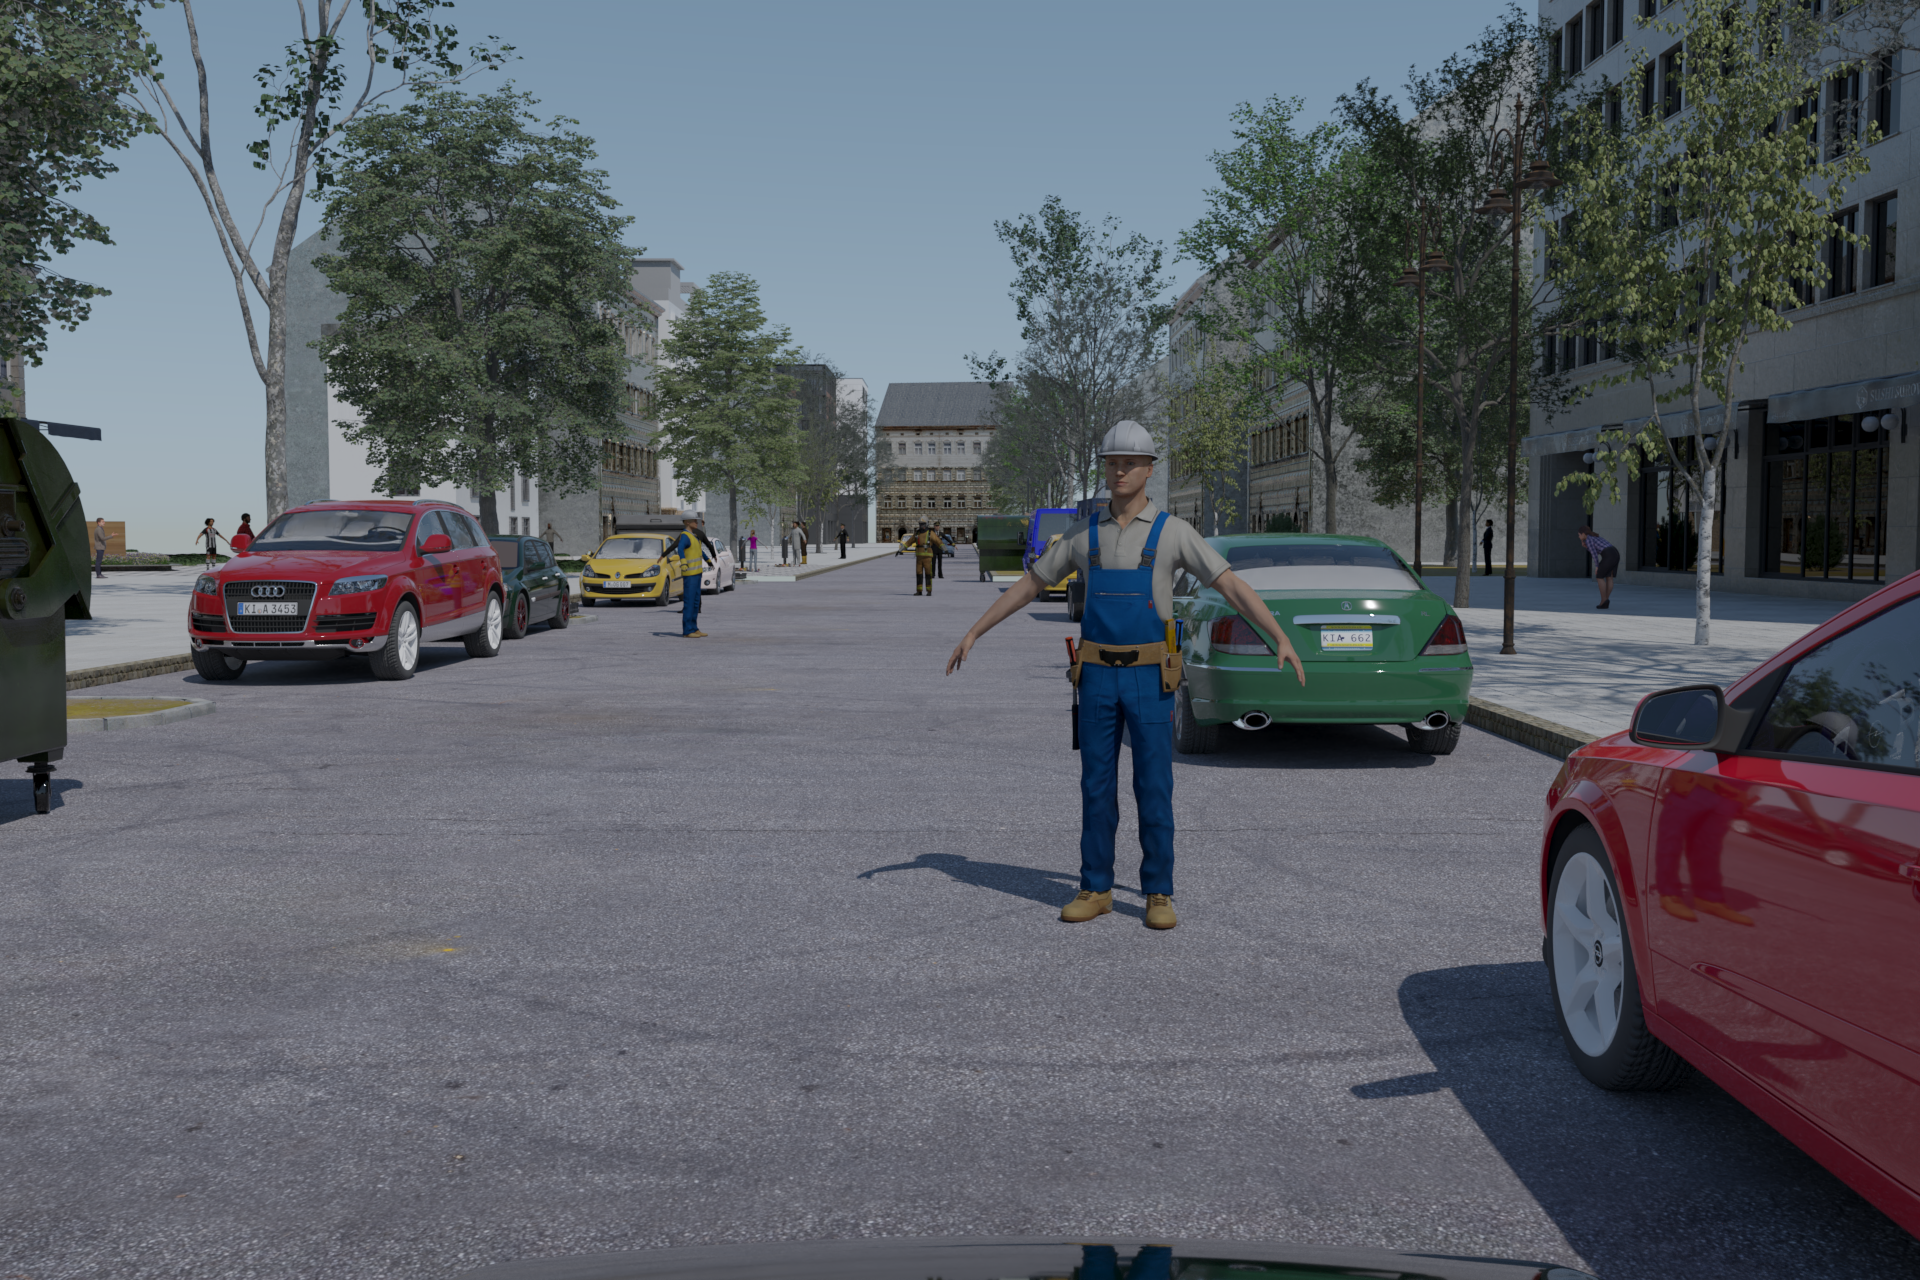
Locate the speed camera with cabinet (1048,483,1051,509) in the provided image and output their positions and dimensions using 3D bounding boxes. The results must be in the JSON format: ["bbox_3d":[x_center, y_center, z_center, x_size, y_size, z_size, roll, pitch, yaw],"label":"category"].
[{"bbox_3d":[3.673,-4.444,66.994,0.660,3.252,2.038,0,3,0],"label":"speed camera with cabinet"}]

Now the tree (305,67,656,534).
[{"bbox_3d":[-13.012,-8.596,47.203,9.857,13.997,8.962,0,3,0],"label":"tree"}]

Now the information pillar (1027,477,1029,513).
[{"bbox_3d":[2.822,-4.924,71.854,0.183,3.616,0.504,0,4,1],"label":"information pillar"}]

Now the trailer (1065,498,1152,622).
[{"bbox_3d":[2.516,-1.361,29.298,1.471,1.999,3.904,0,4,-1],"label":"trailer"}]

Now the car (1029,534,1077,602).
[{"bbox_3d":[2.523,-1.690,37.859,2.015,1.641,3.980,0,4,0],"label":"car"}]

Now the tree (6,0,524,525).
[{"bbox_3d":[-13.524,-10.776,32.070,12.611,20.169,13.585,0,3,0],"label":"tree"}]

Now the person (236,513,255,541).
[{"bbox_3d":[-18.064,-2.313,43.922,0.704,1.816,1.345,0,4,2],"label":"person"}]

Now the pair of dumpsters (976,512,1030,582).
[{"bbox_3d":[2.691,-2.863,51.758,4.436,2.255,1.574,0,3,0],"label":"pair of dumpsters"}]

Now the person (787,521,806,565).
[{"bbox_3d":[-6.821,-4.017,71.866,1.347,1.806,0.705,3,5,40],"label":"person"}]

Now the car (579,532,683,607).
[{"bbox_3d":[-6.615,-1.543,35.452,2.015,1.641,3.980,0,4,1],"label":"car"}]

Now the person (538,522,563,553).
[{"bbox_3d":[-18.715,-4.458,79.009,1.348,1.813,0.705,1,4,13],"label":"person"}]

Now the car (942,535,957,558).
[{"bbox_3d":[-1.216,-5.810,106.997,2.014,1.417,4.499,0,4,-1],"label":"car"}]

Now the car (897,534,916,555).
[{"bbox_3d":[-3.314,-6.670,119.278,2.015,1.641,3.980,0,3,0],"label":"car"}]

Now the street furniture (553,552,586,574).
[{"bbox_3d":[-16.922,-2.510,56.665,10.072,0.657,5.734,-1,4,-17],"label":"street furniture"}]

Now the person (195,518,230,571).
[{"bbox_3d":[-25.235,-3.195,58.388,0.704,1.843,1.345,2,4,28],"label":"person"}]

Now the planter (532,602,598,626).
[{"bbox_3d":[-6.970,-0.427,28.121,1.991,0.319,1.994,0,3,0],"label":"planter"}]

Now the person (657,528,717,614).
[{"bbox_3d":[-4.874,-1.383,31.292,0.704,1.802,1.346,3,5,43],"label":"person"}]

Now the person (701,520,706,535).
[{"bbox_3d":[-9.506,-3.514,63.725,0.705,1.796,1.348,-1,4,-12],"label":"person"}]

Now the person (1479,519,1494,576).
[{"bbox_3d":[16.177,-2.849,53.307,0.721,1.740,1.216,2,4,29],"label":"person"}]

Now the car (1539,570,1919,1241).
[{"bbox_3d":[2.495,0.358,3.195,2.155,1.783,4.494,0,4,1],"label":"car"}]

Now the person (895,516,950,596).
[{"bbox_3d":[-0.846,-1.949,40.086,1.354,1.858,0.705,1,4,21],"label":"person"}]

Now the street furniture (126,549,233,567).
[{"bbox_3d":[-33.348,-3.422,71.570,5.734,0.657,10.072,-1,4,-8],"label":"street furniture"}]

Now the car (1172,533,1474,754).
[{"bbox_3d":[2.332,-0.056,12.712,2.131,1.459,4.920,0,4,0],"label":"car"}]

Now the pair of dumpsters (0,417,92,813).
[{"bbox_3d":[-6.704,-0.203,8.274,4.436,2.255,1.574,0,4,0],"label":"pair of dumpsters"}]

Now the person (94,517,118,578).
[{"bbox_3d":[-24.684,-2.662,50.097,0.750,1.759,0.617,-1,4,-13],"label":"person"}]

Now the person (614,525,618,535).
[{"bbox_3d":[-17.795,-5.140,90.224,0.705,1.806,1.347,-1,4,-20],"label":"person"}]

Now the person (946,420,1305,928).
[{"bbox_3d":[0.610,0.117,6.397,1.347,1.847,0.705,1,4,20],"label":"person"}]

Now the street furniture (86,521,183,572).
[{"bbox_3d":[-30.593,-3.274,60.386,11.010,1.723,9.812,-2,4,-28],"label":"street furniture"}]

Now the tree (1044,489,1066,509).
[{"bbox_3d":[13.476,-17.915,243.273,4.360,8.622,3.978,0,3,0],"label":"tree"}]

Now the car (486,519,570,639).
[{"bbox_3d":[-6.813,-0.920,24.826,2.009,1.686,4.222,0,4,0],"label":"car"}]

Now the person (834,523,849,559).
[{"bbox_3d":[-6.049,-5.083,89.040,0.705,1.837,1.347,-3,4,-37],"label":"person"}]

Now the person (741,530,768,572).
[{"bbox_3d":[-6.950,-3.007,58.434,0.991,1.433,0.599,1,4,18],"label":"person"}]

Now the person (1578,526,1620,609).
[{"bbox_3d":[10.949,-1.250,29.721,0.697,1.427,0.421,3,4,38],"label":"person"}]

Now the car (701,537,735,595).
[{"bbox_3d":[-6.610,-1.834,42.350,2.083,1.381,4.827,0,4,0],"label":"car"}]

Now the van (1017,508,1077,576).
[{"bbox_3d":[2.606,-2.392,43.493,2.240,2.365,5.245,0,4,-1],"label":"van"}]

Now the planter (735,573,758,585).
[{"bbox_3d":[-6.887,-1.768,50.049,1.991,0.319,1.994,0,3,0],"label":"planter"}]

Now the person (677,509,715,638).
[{"bbox_3d":[-3.648,-0.923,24.017,0.721,1.772,1.216,1,4,10],"label":"person"}]

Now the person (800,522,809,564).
[{"bbox_3d":[-6.655,-4.115,73.419,0.704,1.812,1.346,1,4,16],"label":"person"}]

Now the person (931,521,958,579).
[{"bbox_3d":[-0.739,-2.902,55.840,1.347,1.837,0.705,-1,4,-14],"label":"person"}]

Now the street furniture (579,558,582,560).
[{"bbox_3d":[-14.201,-3.117,66.591,5.734,0.657,10.072,-1,4,-12],"label":"street furniture"}]

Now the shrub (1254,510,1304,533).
[{"bbox_3d":[10.688,-3.287,57.790,1.661,2.075,1.752,0,3,0],"label":"shrub"}]

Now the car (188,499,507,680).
[{"bbox_3d":[-6.417,-0.610,18.651,2.281,1.827,5.304,0,4,0],"label":"car"}]

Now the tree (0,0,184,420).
[{"bbox_3d":[-13.025,-6.770,17.344,9.857,13.997,8.962,0,3,0],"label":"tree"}]
